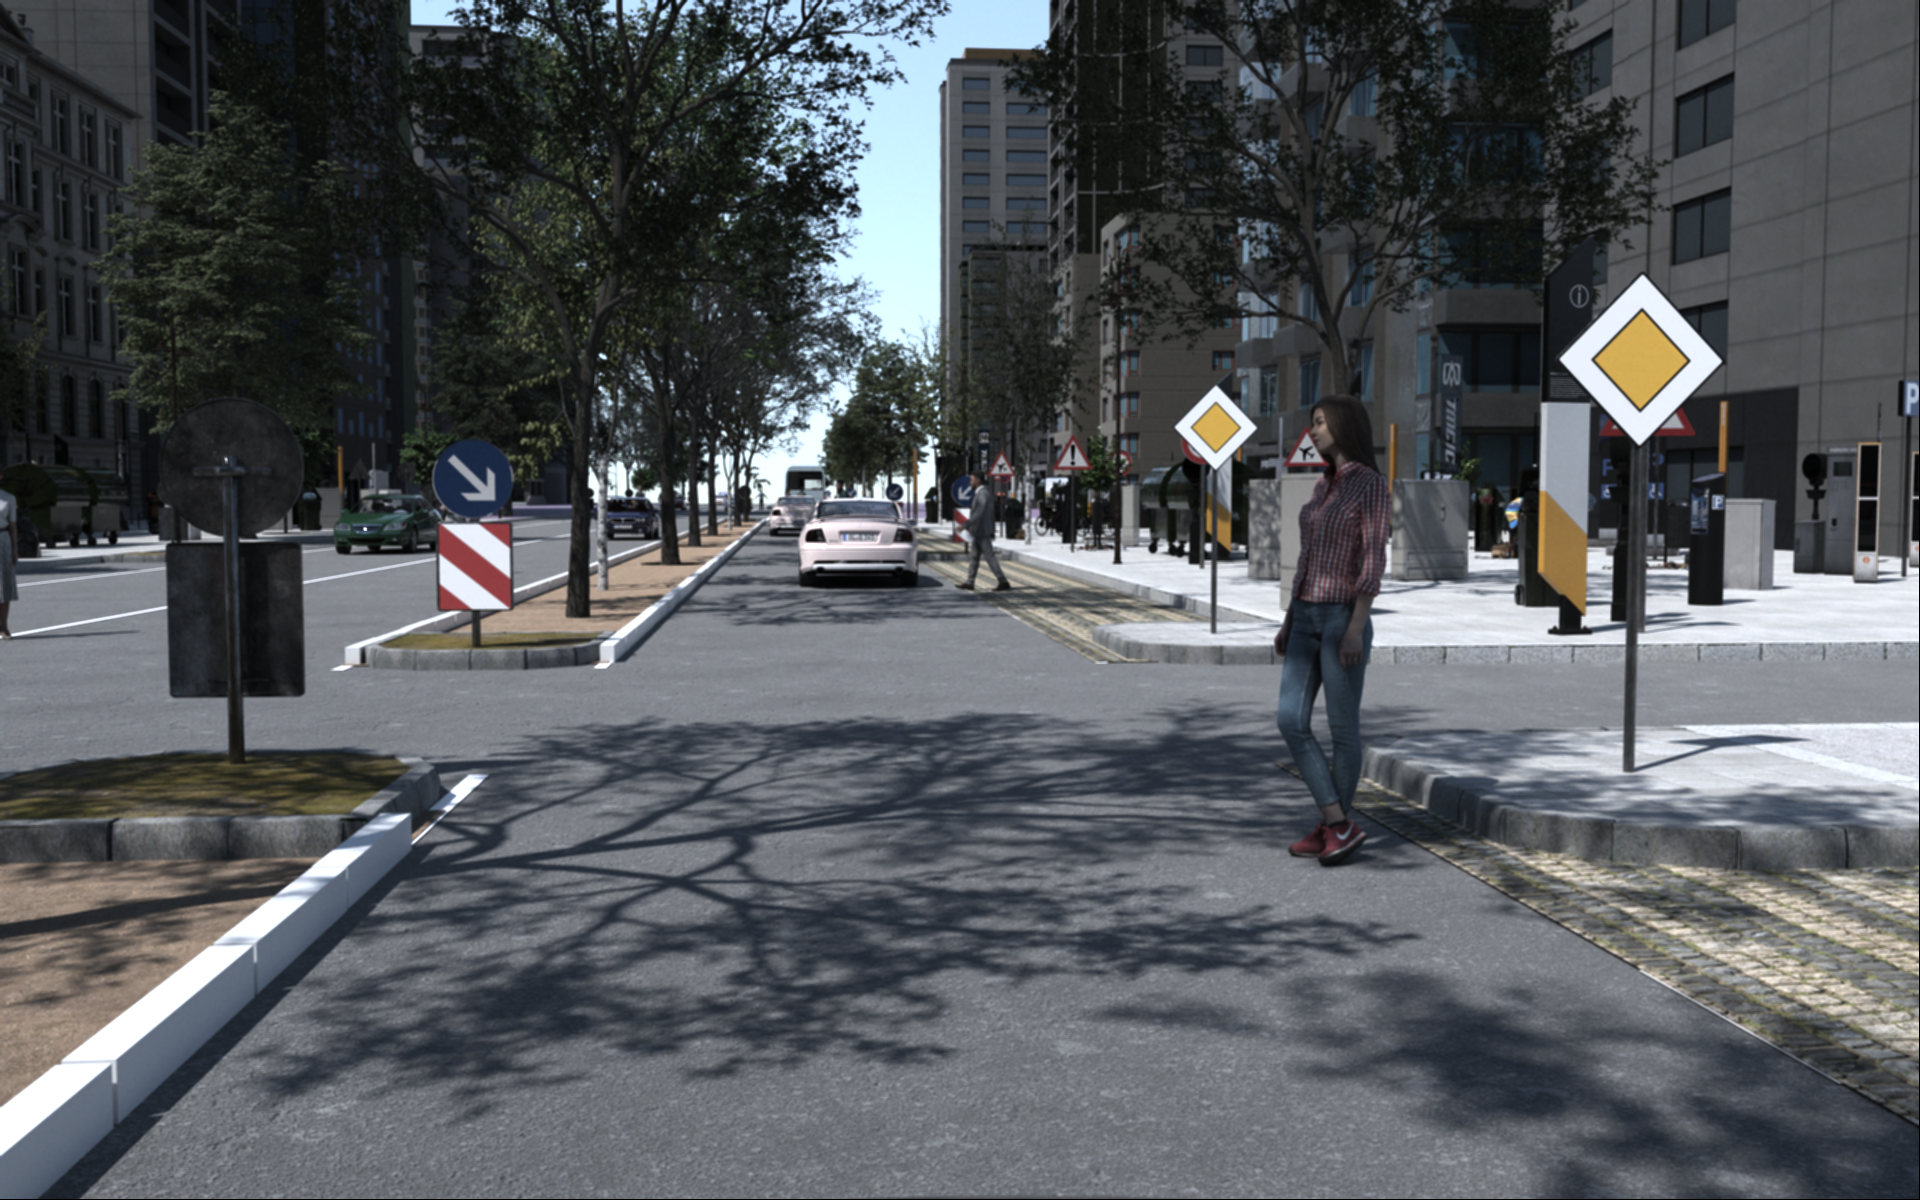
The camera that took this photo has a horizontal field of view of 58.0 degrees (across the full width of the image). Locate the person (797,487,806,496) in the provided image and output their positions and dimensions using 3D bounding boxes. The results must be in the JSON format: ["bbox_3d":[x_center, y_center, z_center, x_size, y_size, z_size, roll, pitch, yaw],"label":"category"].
[{"bbox_3d":[-8.065,-4.898,88.687,0.635,1.810,0.391,1,4,21],"label":"person"}]

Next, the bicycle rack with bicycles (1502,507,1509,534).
[{"bbox_3d":[18.361,-2.515,54.497,2.852,0.926,2.925,-1,4,-9],"label":"bicycle rack with bicycles"}]

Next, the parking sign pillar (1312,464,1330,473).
[{"bbox_3d":[11.603,-3.991,53.719,1.447,3.967,1.447,0,4,-4],"label":"parking sign pillar"}]

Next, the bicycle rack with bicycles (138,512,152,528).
[{"bbox_3d":[-29.287,-3.163,65.103,2.852,0.926,2.925,2,4,28],"label":"bicycle rack with bicycles"}]

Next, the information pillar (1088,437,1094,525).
[{"bbox_3d":[5.413,-4.912,71.669,0.183,3.616,0.504,2,4,31],"label":"information pillar"}]

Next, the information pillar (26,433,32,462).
[{"bbox_3d":[-35.675,-4.591,66.419,0.183,3.616,0.504,-1,4,-19],"label":"information pillar"}]

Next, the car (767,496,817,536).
[{"bbox_3d":[-5.679,-2.925,60.188,2.083,1.381,4.827,0,4,-6],"label":"car"}]

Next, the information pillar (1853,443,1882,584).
[{"bbox_3d":[13.063,-1.251,24.942,0.304,2.012,0.304,2,4,24],"label":"information pillar"}]

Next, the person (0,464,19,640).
[{"bbox_3d":[-9.460,-0.480,16.923,0.480,1.755,0.524,-3,4,-37],"label":"person"}]

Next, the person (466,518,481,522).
[{"bbox_3d":[-13.043,-2.287,46.459,0.524,1.755,0.480,3,5,39],"label":"person"}]

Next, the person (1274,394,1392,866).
[{"bbox_3d":[1.446,0.102,6.840,0.388,1.821,0.555,-2,4,-34],"label":"person"}]

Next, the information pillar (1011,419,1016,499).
[{"bbox_3d":[1.640,-3.751,52.680,0.183,3.616,0.504,1,4,11],"label":"information pillar"}]

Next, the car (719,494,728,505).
[{"bbox_3d":[-30.846,-13.331,227.560,1.945,1.707,3.694,0,4,-7],"label":"car"}]

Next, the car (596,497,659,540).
[{"bbox_3d":[-10.559,-2.605,55.167,1.945,1.354,3.894,0,4,-6],"label":"car"}]

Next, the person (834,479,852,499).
[{"bbox_3d":[-3.186,-2.324,46.488,0.713,1.824,0.794,0,4,-2],"label":"person"}]

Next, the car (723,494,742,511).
[{"bbox_3d":[-19.566,-8.478,150.615,2.014,1.417,4.499,0,4,-6],"label":"car"}]

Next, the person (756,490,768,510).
[{"bbox_3d":[-17.930,-9.040,156.289,1.348,1.826,0.705,-2,4,-30],"label":"person"}]

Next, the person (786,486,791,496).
[{"bbox_3d":[-8.780,-4.929,89.103,0.388,1.821,0.555,-1,4,-16],"label":"person"}]

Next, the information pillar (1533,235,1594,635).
[{"bbox_3d":[5.508,-1.491,15.726,0.504,3.616,0.183,-1,4,-18],"label":"information pillar"}]

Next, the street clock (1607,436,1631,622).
[{"bbox_3d":[6.676,-0.784,17.396,0.358,2.002,0.471,2,4,32],"label":"street clock"}]

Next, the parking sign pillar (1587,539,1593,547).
[{"bbox_3d":[15.762,-3.272,41.975,1.447,3.967,1.447,1,4,22],"label":"parking sign pillar"}]

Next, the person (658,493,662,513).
[{"bbox_3d":[-15.242,-4.932,89.528,0.661,1.777,0.834,-3,4,-38],"label":"person"}]

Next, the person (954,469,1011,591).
[{"bbox_3d":[0.329,-1.020,25.459,0.850,1.792,0.678,0,4,6],"label":"person"}]

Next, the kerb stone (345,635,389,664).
[{"bbox_3d":[-5.127,0.441,14.980,0.120,0.150,1.000,0,4,-5],"label":"kerb stone"}]

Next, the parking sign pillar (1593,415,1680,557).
[{"bbox_3d":[14.249,-2.910,36.056,1.447,3.967,1.447,0,4,2],"label":"parking sign pillar"}]

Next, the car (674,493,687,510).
[{"bbox_3d":[-25.125,-8.778,152.563,2.155,1.783,4.494,0,4,-4],"label":"car"}]

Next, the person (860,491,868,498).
[{"bbox_3d":[-4.718,-4.581,85.210,0.589,1.601,0.330,0,4,-1],"label":"person"}]

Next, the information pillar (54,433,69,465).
[{"bbox_3d":[-34.498,-4.599,66.547,0.504,3.616,0.183,-1,4,-18],"label":"information pillar"}]

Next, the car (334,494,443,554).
[{"bbox_3d":[-14.146,-1.914,43.085,2.131,1.459,4.920,0,4,-4],"label":"car"}]

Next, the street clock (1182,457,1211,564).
[{"bbox_3d":[4.307,-1.655,31.623,0.471,2.002,0.358,2,4,31],"label":"street clock"}]

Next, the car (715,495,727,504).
[{"bbox_3d":[-29.796,-12.360,214.447,2.083,1.381,4.827,0,4,-6],"label":"car"}]

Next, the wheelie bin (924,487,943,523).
[{"bbox_3d":[-1.143,-4.175,76.166,0.693,1.594,0.980,-2,4,-29],"label":"wheelie bin"}]

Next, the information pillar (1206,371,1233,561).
[{"bbox_3d":[4.962,-2.550,33.042,0.504,3.616,0.183,-1,4,-12],"label":"information pillar"}]

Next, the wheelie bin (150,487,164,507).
[{"bbox_3d":[-35.291,-4.179,76.236,0.980,1.594,0.693,-2,4,-35],"label":"wheelie bin"}]

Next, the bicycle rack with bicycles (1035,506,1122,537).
[{"bbox_3d":[4.009,-2.419,52.932,2.852,0.926,2.925,-2,4,-30],"label":"bicycle rack with bicycles"}]

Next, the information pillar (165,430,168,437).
[{"bbox_3d":[-24.469,-3.801,53.498,0.183,3.616,0.504,-2,4,-28],"label":"information pillar"}]

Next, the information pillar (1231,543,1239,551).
[{"bbox_3d":[6.164,-2.131,39.328,0.304,2.012,0.304,2,4,25],"label":"information pillar"}]

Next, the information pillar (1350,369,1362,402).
[{"bbox_3d":[7.350,-2.513,32.435,0.183,3.616,0.504,3,5,44],"label":"information pillar"}]

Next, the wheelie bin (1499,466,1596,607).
[{"bbox_3d":[6.763,-0.728,19.804,0.980,1.594,0.693,1,4,9],"label":"wheelie bin"}]

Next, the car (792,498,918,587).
[{"bbox_3d":[-1.695,-0.970,28.228,2.083,1.381,4.827,0,4,-5],"label":"car"}]

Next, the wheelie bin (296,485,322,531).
[{"bbox_3d":[-24.421,-3.472,64.671,0.980,1.594,0.693,-3,5,-43],"label":"wheelie bin"}]

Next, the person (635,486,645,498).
[{"bbox_3d":[-14.510,-4.302,79.020,0.590,1.801,0.661,2,4,24],"label":"person"}]

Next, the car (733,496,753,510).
[{"bbox_3d":[-20.299,-9.271,161.803,2.015,1.641,3.980,0,4,-4],"label":"car"}]

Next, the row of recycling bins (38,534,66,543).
[{"bbox_3d":[-24.718,-2.324,45.107,1.069,1.692,3.534,1,4,14],"label":"row of recycling bins"}]

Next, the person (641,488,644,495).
[{"bbox_3d":[-18.595,-5.598,100.543,0.721,1.766,1.217,-2,4,-30],"label":"person"}]

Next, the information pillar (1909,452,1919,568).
[{"bbox_3d":[16.830,-1.575,30.249,0.304,2.012,0.304,-2,4,-34],"label":"information pillar"}]

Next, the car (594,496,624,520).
[{"bbox_3d":[-19.166,-5.080,95.636,1.945,1.354,3.894,0,4,-6],"label":"car"}]

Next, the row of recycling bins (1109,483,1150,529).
[{"bbox_3d":[7.077,-3.562,65.346,3.534,1.692,1.069,-2,4,-34],"label":"row of recycling bins"}]

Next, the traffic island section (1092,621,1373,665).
[{"bbox_3d":[2.354,0.386,15.962,2.009,0.180,2.903,0,4,-5],"label":"traffic island section"}]

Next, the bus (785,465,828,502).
[{"bbox_3d":[-10.412,-7.493,117.372,2.948,3.499,13.247,0,4,-4],"label":"bus"}]

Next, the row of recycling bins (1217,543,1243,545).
[{"bbox_3d":[8.092,-2.226,43.505,3.534,1.692,1.069,1,4,13],"label":"row of recycling bins"}]

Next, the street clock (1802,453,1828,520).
[{"bbox_3d":[15.250,-1.608,30.867,0.358,2.002,0.471,-1,4,-17],"label":"street clock"}]

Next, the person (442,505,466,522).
[{"bbox_3d":[-8.885,-1.315,30.564,0.524,1.755,0.480,3,5,41],"label":"person"}]

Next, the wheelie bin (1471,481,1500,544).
[{"bbox_3d":[12.590,-2.044,41.328,0.693,1.594,0.980,2,4,31],"label":"wheelie bin"}]

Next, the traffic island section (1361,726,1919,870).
[{"bbox_3d":[3.107,0.873,8.012,2.009,0.180,2.903,0,4,-5],"label":"traffic island section"}]
